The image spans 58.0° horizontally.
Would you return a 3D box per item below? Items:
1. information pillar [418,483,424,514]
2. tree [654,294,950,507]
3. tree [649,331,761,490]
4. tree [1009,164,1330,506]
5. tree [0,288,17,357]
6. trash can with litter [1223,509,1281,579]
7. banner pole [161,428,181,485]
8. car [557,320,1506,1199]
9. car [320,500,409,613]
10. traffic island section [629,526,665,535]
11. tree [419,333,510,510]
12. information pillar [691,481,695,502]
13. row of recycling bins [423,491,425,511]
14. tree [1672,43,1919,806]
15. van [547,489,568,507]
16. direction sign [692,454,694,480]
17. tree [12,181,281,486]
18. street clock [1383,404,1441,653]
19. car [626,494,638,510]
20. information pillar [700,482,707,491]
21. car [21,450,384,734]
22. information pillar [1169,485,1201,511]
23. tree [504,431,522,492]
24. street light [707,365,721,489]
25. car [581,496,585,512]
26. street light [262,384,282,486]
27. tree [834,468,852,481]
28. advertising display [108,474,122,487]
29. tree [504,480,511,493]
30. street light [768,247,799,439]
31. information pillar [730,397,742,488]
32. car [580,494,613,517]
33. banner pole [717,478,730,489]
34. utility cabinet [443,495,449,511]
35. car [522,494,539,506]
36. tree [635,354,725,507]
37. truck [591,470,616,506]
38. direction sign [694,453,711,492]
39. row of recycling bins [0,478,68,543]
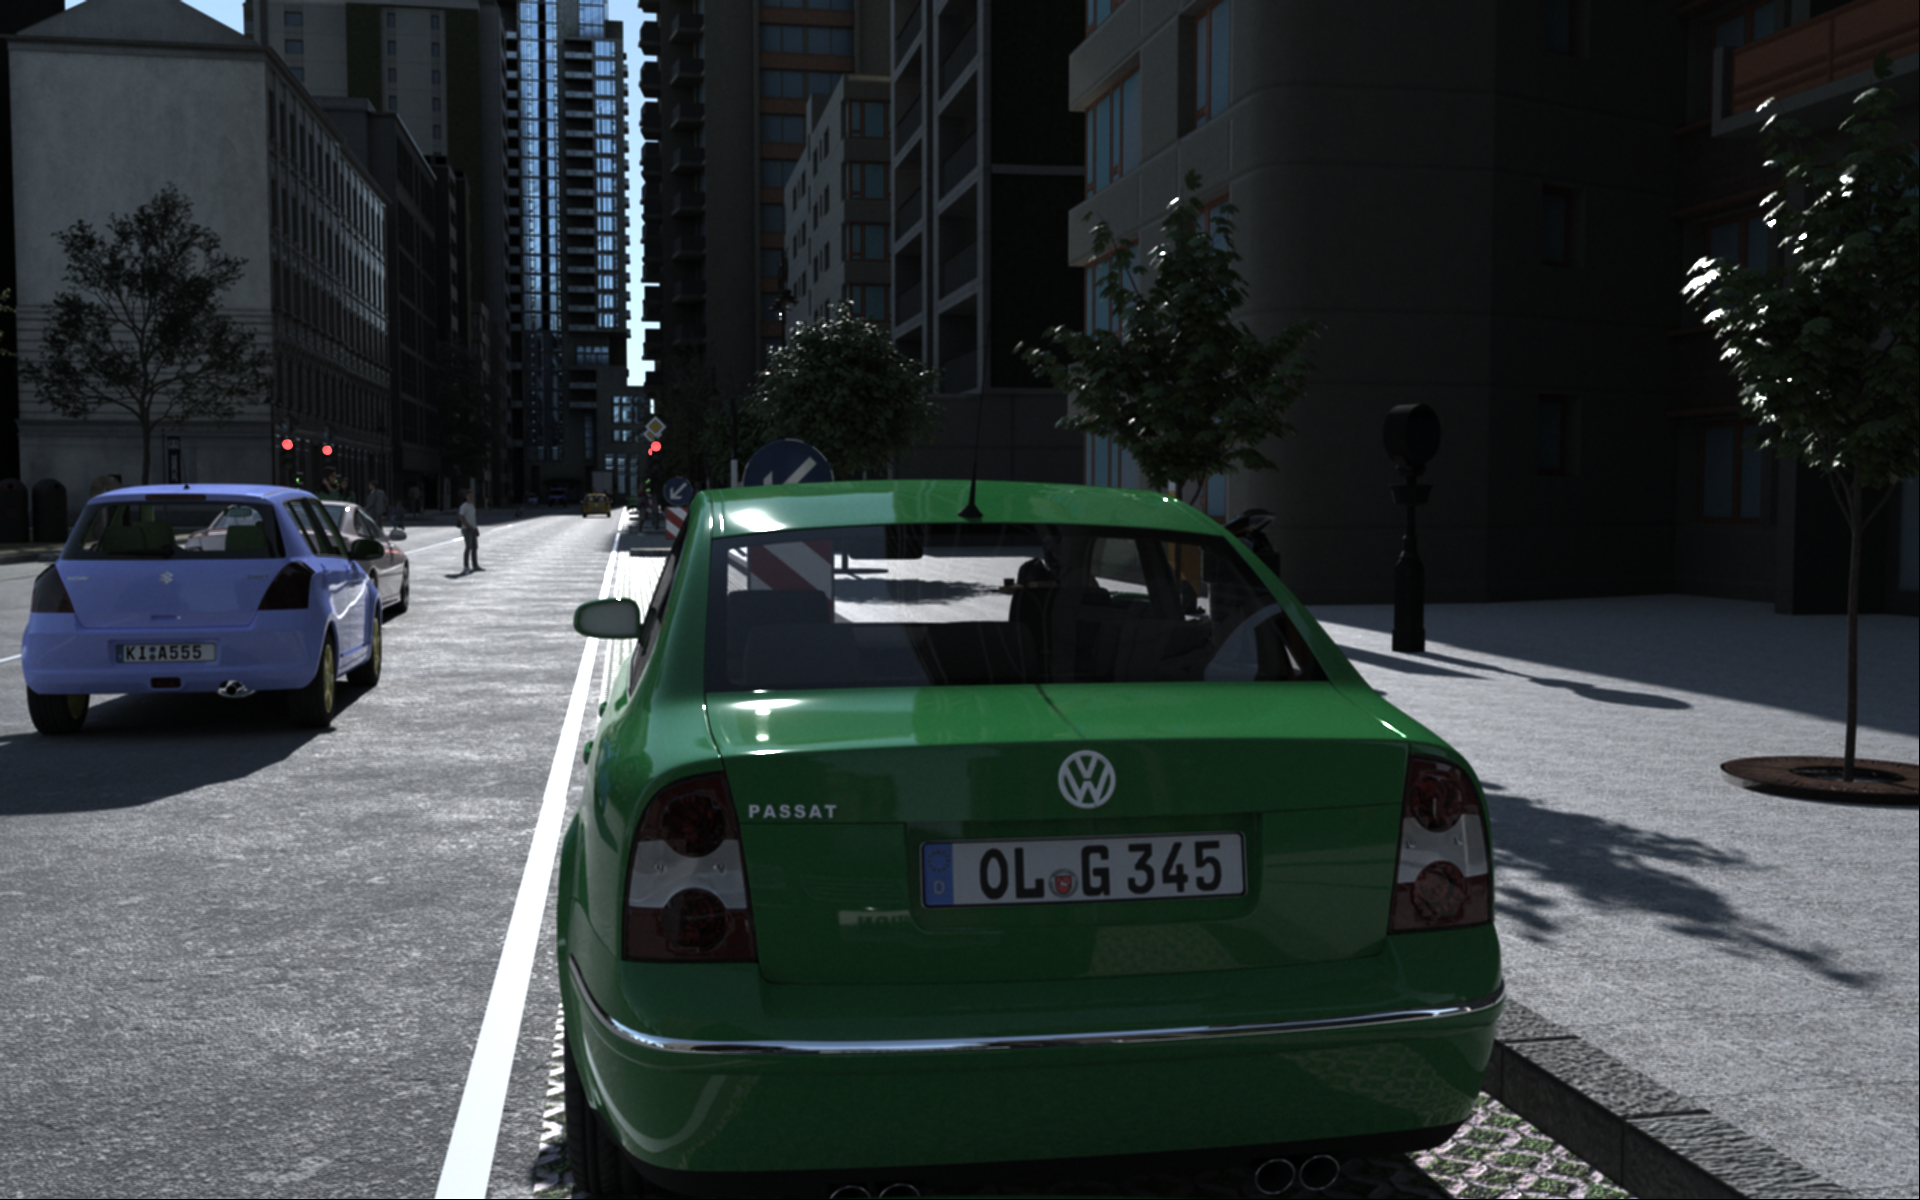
[{"bbox_3d":[-34.217,-6.448,109.918,0.304,2.012,0.304,-1,4,-18],"label":"information pillar"},{"bbox_3d":[-1.974,-2.734,28.413,4.285,4.588,4.351,0,3,0],"label":"tree"},{"bbox_3d":[-11.134,-7.799,77.870,4.360,8.622,3.978,0,3,0],"label":"tree"},{"bbox_3d":[1.408,-0.954,10.206,1.663,3.219,1.824,0,3,0],"label":"tree"},{"bbox_3d":[-23.991,-5.462,39.671,4.360,8.622,3.978,0,3,0],"label":"tree"},{"bbox_3d":[1.939,-0.120,13.346,0.624,1.170,1.055,-3,5,-44],"label":"trash can with litter"},{"bbox_3d":[-30.012,-4.637,65.833,0.401,3.779,0.863,3,5,44],"label":"banner pole"},{"bbox_3d":[-0.156,0.230,5.029,1.959,1.807,4.718,-1,4,-9],"label":"car"},{"bbox_3d":[-7.350,-0.432,19.419,2.083,1.381,4.827,-1,4,-11],"label":"car"},{"bbox_3d":[-10.868,-2.442,62.201,2.009,0.180,2.903,-1,4,-11],"label":"traffic island section"},{"bbox_3d":[-40.566,-14.000,135.558,9.857,13.997,8.962,0,3,0],"label":"tree"},{"bbox_3d":[-14.566,-5.484,94.159,0.304,2.012,0.304,-1,4,-12],"label":"information pillar"},{"bbox_3d":[-41.740,-7.460,129.078,3.534,1.692,1.069,-1,4,-18],"label":"row of recycling bins"},{"bbox_3d":[4.046,-0.788,7.491,1.663,3.219,1.824,0,3,0],"label":"tree"},{"bbox_3d":[-44.685,-11.492,192.277,2.240,2.365,5.245,-1,4,-12],"label":"van"},{"bbox_3d":[-14.929,-6.535,98.846,0.876,3.537,0.379,2,4,25],"label":"direction sign"},{"bbox_3d":[-23.762,-7.127,50.933,7.601,10.594,8.767,-3,5,-40],"label":"tree"},{"bbox_3d":[3.661,-0.582,14.079,0.471,2.002,0.358,-3,4,-39],"label":"street clock"},{"bbox_3d":[-29.379,-9.102,157.605,1.959,1.807,4.718,-1,4,-12],"label":"car"},{"bbox_3d":[-15.148,-5.980,102.266,0.304,2.012,0.304,1,4,10],"label":"information pillar"},{"bbox_3d":[-4.968,-0.133,11.760,1.945,1.707,3.694,-1,4,-12],"label":"car"},{"bbox_3d":[2.402,-1.654,18.403,0.183,3.616,0.504,3,5,43],"label":"information pillar"},{"bbox_3d":[-49.635,-14.523,187.815,4.360,8.622,3.978,0,3,0],"label":"tree"},{"bbox_3d":[-8.794,-5.456,61.994,0.468,5.910,1.993,-1,4,-11],"label":"street light"},{"bbox_3d":[-29.507,-7.793,139.414,2.014,1.417,4.499,-1,4,-9],"label":"car"},{"bbox_3d":[-26.901,-5.813,67.824,0.468,5.910,1.993,-1,4,-11],"label":"street light"},{"bbox_3d":[-3.294,-2.887,41.796,1.663,3.219,1.824,0,3,0],"label":"tree"},{"bbox_3d":[-27.973,-3.190,57.366,0.123,1.923,0.974,-1,4,-8],"label":"advertising display"},{"bbox_3d":[-51.251,-12.227,194.508,1.663,3.219,1.824,0,3,0],"label":"tree"},{"bbox_3d":[-3.323,-3.661,32.642,0.468,5.910,1.993,-1,4,-11],"label":"street light"},{"bbox_3d":[-5.458,-3.088,41.840,0.183,3.616,0.504,-1,4,-17],"label":"information pillar"},{"bbox_3d":[-22.706,-5.995,108.239,2.015,1.641,3.980,-1,4,-12],"label":"car"},{"bbox_3d":[-13.020,-6.485,96.040,0.863,3.779,0.401,-1,4,-16],"label":"banner pole"},{"bbox_3d":[-39.381,-7.433,132.698,0.306,1.237,1.020,-1,4,-10],"label":"utility cabinet"},{"bbox_3d":[-50.945,-11.980,205.462,1.945,1.707,3.694,-1,4,-11],"label":"car"},{"bbox_3d":[-14.457,-8.558,90.283,4.737,8.622,4.395,0,3,0],"label":"tree"},{"bbox_3d":[-41.921,-13.135,203.677,2.839,4.237,11.283,-1,4,-10],"label":"truck"},{"bbox_3d":[-14.272,-6.414,96.860,0.379,3.537,0.876,3,4,38],"label":"direction sign"},{"bbox_3d":[-25.485,-2.352,45.571,3.534,1.692,1.069,-2,4,-35],"label":"row of recycling bins"}]
